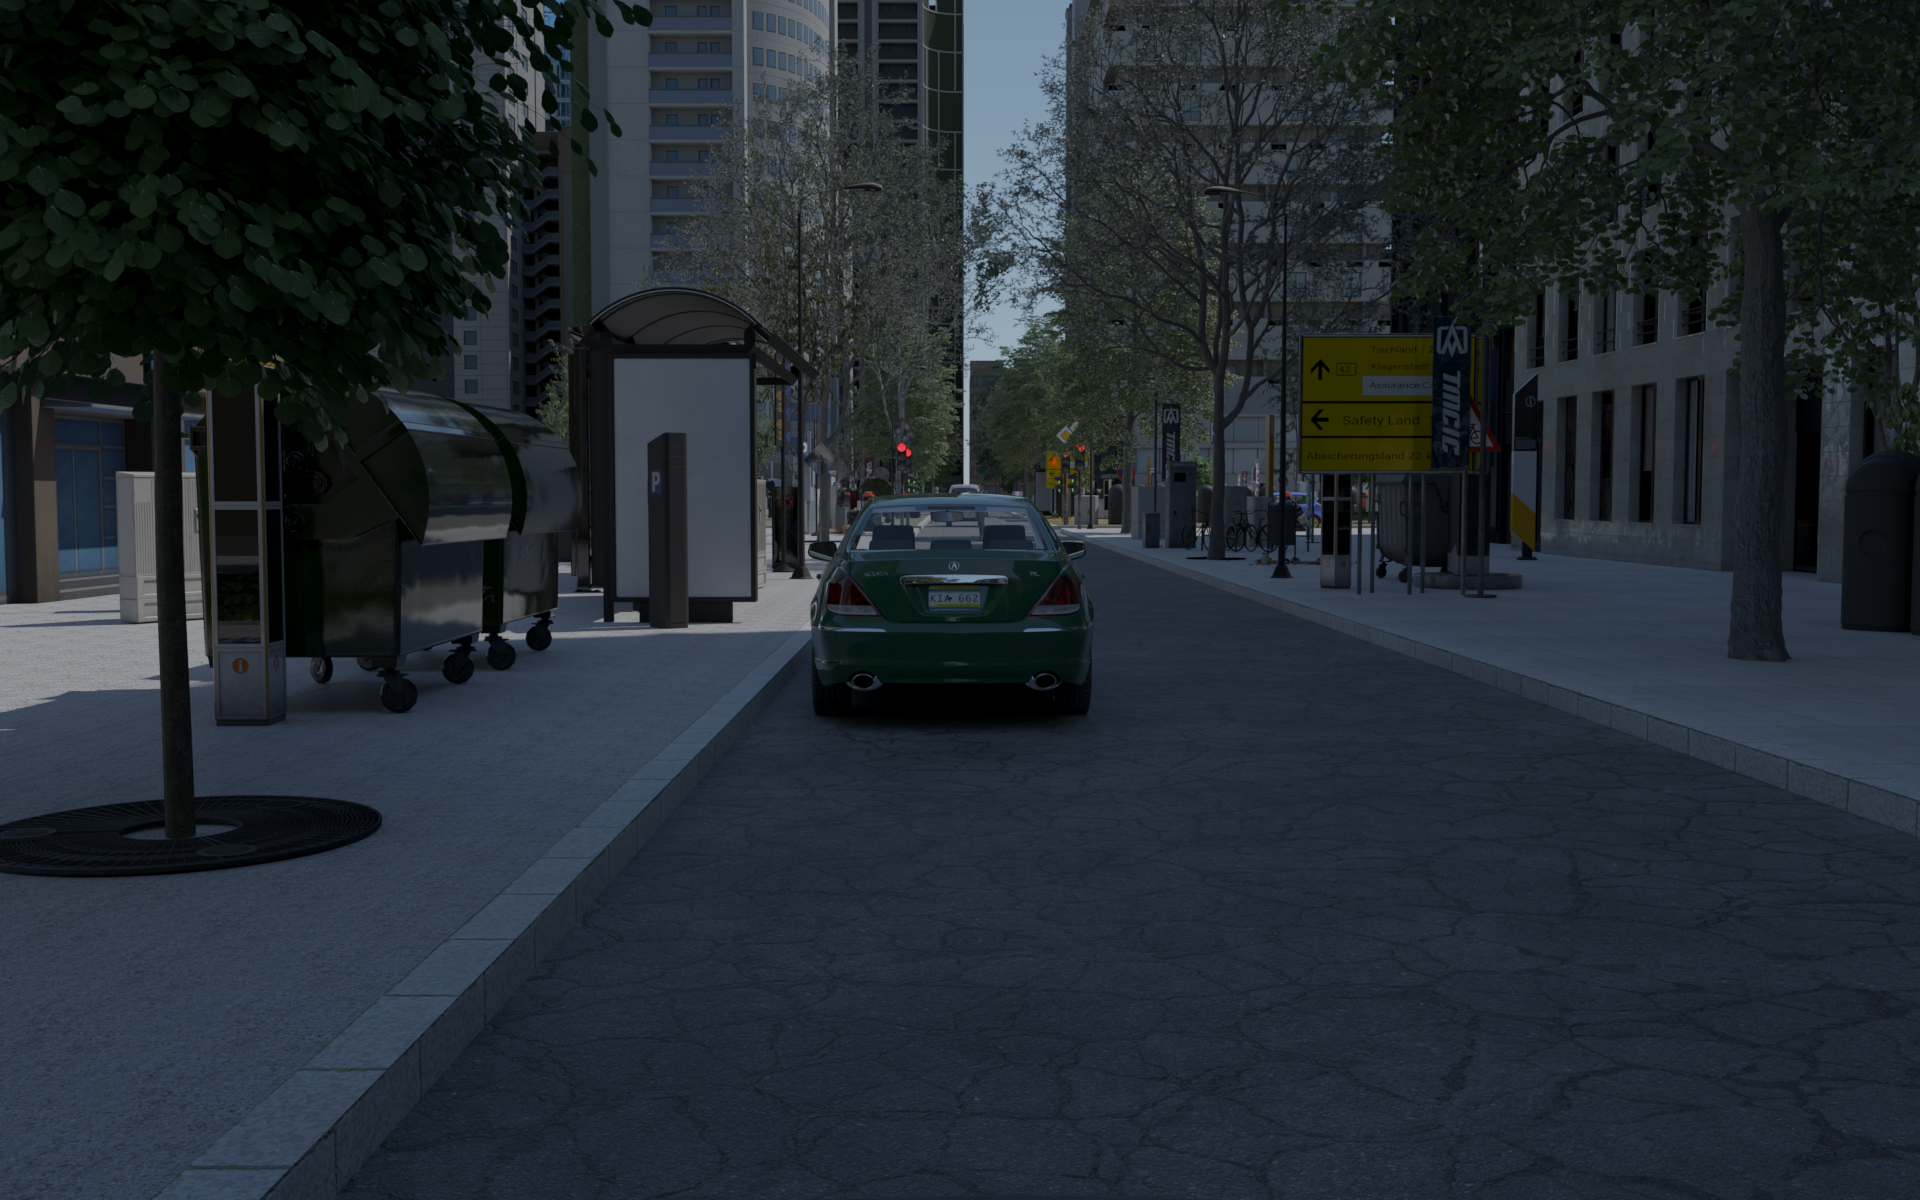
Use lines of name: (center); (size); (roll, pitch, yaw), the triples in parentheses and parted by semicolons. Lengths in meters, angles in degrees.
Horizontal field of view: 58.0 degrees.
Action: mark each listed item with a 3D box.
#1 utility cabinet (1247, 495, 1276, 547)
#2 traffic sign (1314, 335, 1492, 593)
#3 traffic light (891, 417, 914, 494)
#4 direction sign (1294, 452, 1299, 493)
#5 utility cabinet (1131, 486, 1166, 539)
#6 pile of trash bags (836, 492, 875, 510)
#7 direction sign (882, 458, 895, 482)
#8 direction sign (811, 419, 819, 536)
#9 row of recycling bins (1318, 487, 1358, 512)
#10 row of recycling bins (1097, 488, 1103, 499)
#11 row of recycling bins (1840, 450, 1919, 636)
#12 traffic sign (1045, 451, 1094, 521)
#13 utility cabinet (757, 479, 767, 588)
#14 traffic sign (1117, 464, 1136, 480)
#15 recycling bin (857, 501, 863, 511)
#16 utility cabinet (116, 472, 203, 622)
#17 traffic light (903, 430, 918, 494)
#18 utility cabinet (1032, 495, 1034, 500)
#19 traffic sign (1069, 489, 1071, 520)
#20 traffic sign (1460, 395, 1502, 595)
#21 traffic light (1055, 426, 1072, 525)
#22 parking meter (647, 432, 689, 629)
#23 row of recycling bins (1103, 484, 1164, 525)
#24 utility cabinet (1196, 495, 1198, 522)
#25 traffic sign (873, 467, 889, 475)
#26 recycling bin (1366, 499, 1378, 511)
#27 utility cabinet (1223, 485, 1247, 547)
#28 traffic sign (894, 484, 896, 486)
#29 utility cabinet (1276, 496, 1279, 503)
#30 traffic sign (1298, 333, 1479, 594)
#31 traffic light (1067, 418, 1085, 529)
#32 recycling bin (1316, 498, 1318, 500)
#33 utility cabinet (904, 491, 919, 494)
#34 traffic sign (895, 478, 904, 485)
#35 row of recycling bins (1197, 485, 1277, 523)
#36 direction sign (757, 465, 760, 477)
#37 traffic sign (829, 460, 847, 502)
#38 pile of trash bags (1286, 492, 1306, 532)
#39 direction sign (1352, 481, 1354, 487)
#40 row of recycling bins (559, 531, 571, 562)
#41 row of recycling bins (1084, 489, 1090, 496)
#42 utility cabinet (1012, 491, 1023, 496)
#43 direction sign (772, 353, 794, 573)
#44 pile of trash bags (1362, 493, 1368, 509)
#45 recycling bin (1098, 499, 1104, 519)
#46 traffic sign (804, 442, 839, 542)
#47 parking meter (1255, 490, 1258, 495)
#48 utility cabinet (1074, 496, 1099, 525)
utility cabinet: (7.312, -1.906, 42.324); (0.306, 1.237, 1.020); (-1, 4, -12)
traffic sign: (5.668, -1.741, 22.343); (2.265, 3.308, 0.079); (0, 4, 3)
traffic light: (-2.102, -4.550, 63.310); (0.839, 4.253, 0.868); (0, 4, 0)
direction sign: (18.066, -6.184, 93.113); (0.379, 3.537, 0.876); (2, 4, 25)
utility cabinet: (5.382, -2.475, 49.138); (1.173, 1.500, 0.318); (-3, 4, -37)
pile of trash bags: (-5.227, -5.398, 98.010); (3.447, 1.369, 1.912); (2, 4, 31)
direction sign: (-4.552, -7.226, 110.148); (0.876, 3.537, 0.379); (1, 4, 17)
direction sign: (-4.373, -3.717, 52.767); (0.379, 3.537, 0.876); (0, 4, 2)
row of recycling bins: (19.192, -4.956, 88.145); (1.069, 1.692, 3.534); (-1, 4, -11)
row of recycling bins: (9.392, -5.527, 97.486); (3.534, 1.692, 1.069); (3, 4, 38)
row of recycling bins: (9.262, -0.490, 15.122); (1.069, 1.692, 3.534); (-1, 4, -21)
traffic sign: (5.139, -5.339, 81.166); (2.265, 3.308, 0.079); (0, 4, 2)
utility cabinet: (-2.843, -0.894, 23.293); (0.318, 1.500, 1.173); (0, 4, 4)
traffic sign: (6.858, -4.359, 71.375); (0.768, 2.556, 0.104); (0, 4, 3)
recycling bin: (-3.325, -3.140, 63.886); (0.722, 1.027, 0.722); (-2, 4, -29)
utility cabinet: (-7.892, -0.543, 17.556); (0.318, 1.500, 1.173); (2, 4, 32)
traffic light: (-2.135, -5.038, 71.295); (0.839, 4.253, 0.868); (0, 4, 0)
utility cabinet: (6.512, -8.147, 144.365); (1.020, 1.237, 0.306); (-2, 4, -31)
traffic sign: (5.529, -5.323, 87.039); (0.884, 2.594, 0.081); (0, 4, 6)
traffic sign: (6.380, -1.339, 21.893); (0.884, 2.594, 0.081); (0, 4, 2)
traffic light: (4.326, -5.041, 71.337); (0.839, 4.253, 0.868); (0, 4, 0)
parking meter: (-2.805, -0.667, 16.620); (0.255, 1.863, 0.399); (-3, 4, -37)
row of recycling bins: (7.977, -4.019, 72.828); (3.534, 1.692, 1.069); (-1, 4, -14)
utility cabinet: (10.588, -4.135, 78.769); (0.306, 1.237, 1.020); (-1, 4, -10)
traffic sign: (-3.702, -4.969, 81.354); (0.768, 2.556, 0.104); (0, 4, 6)
recycling bin: (23.205, -5.177, 97.203); (0.722, 1.027, 0.722); (0, 4, 5)
utility cabinet: (6.598, -2.039, 42.015); (0.318, 1.500, 1.173); (2, 4, 33)
traffic sign: (-4.672, -8.044, 131.631); (0.768, 2.556, 0.104); (0, 4, 3)
utility cabinet: (9.620, -2.619, 53.979); (0.306, 1.237, 1.020); (3, 5, 42)
traffic sign: (5.425, -1.722, 22.033); (2.265, 3.308, 0.079); (0, 4, 0)
traffic light: (4.359, -4.552, 63.352); (0.839, 4.253, 0.868); (0, 4, 0)
recycling bin: (22.674, -6.049, 111.454); (0.722, 1.027, 0.722); (2, 4, 26)
utility cabinet: (-3.530, -7.063, 124.161); (1.173, 1.500, 0.318); (0, 4, 1)
traffic sign: (-4.330, -7.554, 123.609); (0.768, 2.556, 0.104); (0, 4, 6)
row of recycling bins: (12.320, -4.275, 77.005); (3.534, 1.692, 1.069); (1, 4, 15)
direction sign: (-13.522, -7.552, 115.470); (0.379, 3.537, 0.876); (1, 4, 20)
traffic sign: (-4.526, -3.862, 63.251); (0.768, 2.556, 0.104); (0, 4, 5)
pile of trash bags: (11.275, -3.114, 60.660); (1.912, 1.369, 3.447); (1, 4, 15)
direction sign: (30.256, -8.643, 133.304); (0.379, 3.537, 0.876); (-1, 4, -19)
row of recycling bins: (-7.150, -1.581, 32.964); (3.534, 1.692, 1.069); (-1, 4, -9)
row of recycling bins: (11.017, -7.793, 134.529); (3.534, 1.692, 1.069); (2, 4, 30)
utility cabinet: (4.780, -8.296, 144.316); (0.318, 1.500, 1.173); (2, 4, 34)
direction sign: (-2.900, -2.226, 28.393); (0.379, 3.537, 0.876); (1, 4, 10)
pile of trash bags: (22.597, -5.722, 103.302); (3.447, 1.369, 1.912); (0, 4, 5)
recycling bin: (7.313, -4.712, 89.599); (0.722, 1.027, 0.722); (2, 4, 31)
traffic sign: (-3.092, -2.283, 38.516); (0.795, 2.450, 0.064); (0, 4, 5)
parking meter: (19.314, -6.369, 112.552); (0.372, 1.533, 0.369); (0, 3, 0)
utility cabinet: (5.291, -3.756, 72.578); (1.020, 1.237, 0.306); (2, 4, 35)
